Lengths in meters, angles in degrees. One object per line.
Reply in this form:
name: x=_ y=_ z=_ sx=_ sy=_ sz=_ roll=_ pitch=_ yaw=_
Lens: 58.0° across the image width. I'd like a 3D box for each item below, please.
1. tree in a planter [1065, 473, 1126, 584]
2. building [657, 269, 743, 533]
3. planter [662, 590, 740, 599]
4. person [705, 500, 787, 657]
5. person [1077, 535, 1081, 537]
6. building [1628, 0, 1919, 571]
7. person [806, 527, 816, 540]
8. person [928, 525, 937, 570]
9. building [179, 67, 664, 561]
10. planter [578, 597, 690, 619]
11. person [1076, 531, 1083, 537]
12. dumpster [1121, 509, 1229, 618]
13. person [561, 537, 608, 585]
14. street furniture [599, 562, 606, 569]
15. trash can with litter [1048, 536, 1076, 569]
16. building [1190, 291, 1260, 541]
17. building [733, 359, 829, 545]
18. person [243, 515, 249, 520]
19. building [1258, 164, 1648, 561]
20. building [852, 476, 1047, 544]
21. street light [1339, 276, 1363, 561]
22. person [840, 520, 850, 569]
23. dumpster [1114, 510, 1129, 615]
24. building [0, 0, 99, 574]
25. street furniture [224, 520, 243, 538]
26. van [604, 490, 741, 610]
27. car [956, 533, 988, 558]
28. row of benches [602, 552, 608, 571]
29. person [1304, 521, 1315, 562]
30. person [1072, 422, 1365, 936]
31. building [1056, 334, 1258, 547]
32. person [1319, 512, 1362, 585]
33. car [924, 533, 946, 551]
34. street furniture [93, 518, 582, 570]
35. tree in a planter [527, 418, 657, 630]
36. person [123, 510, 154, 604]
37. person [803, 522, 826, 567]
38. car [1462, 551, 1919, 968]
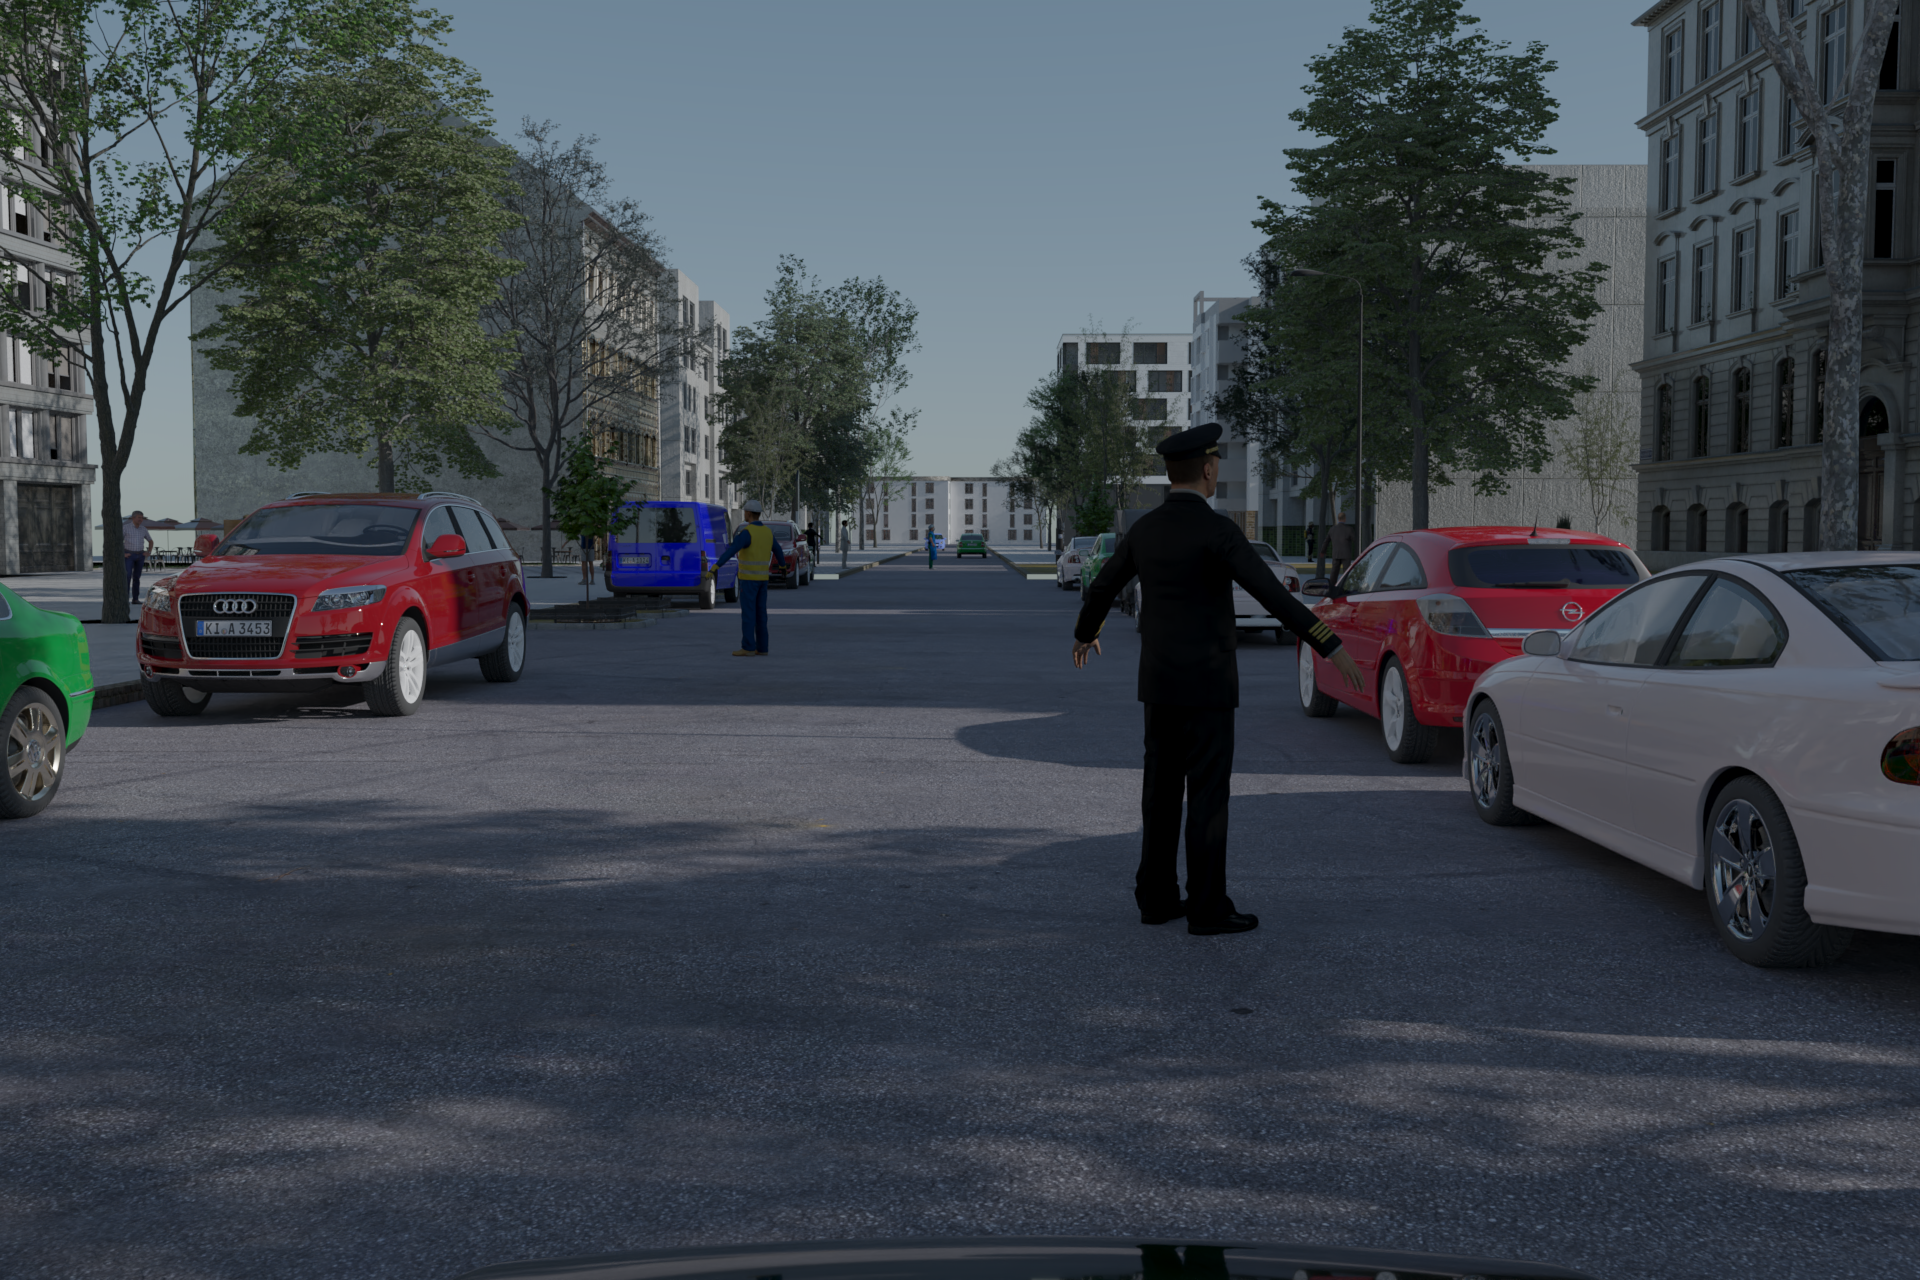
tree in a planter: x=3.969 y=-3.261 z=50.544 sx=1.991 sy=3.239 sz=1.994 roll=0 pitch=3 yaw=0
building: x=-26.967 y=-16.207 z=131.447 sx=16.747 sy=18.905 sz=31.486 roll=0 pitch=4 yaw=0
planter: x=-5.789 y=-1.102 z=39.150 sx=1.991 sy=0.319 sz=1.994 roll=0 pitch=4 yaw=1
person: x=-2.453 y=-0.732 z=20.398 sx=0.705 sy=1.833 sz=1.349 roll=3 pitch=4 yaw=36
person: x=5.777 y=-4.450 z=78.890 sx=1.348 sy=1.813 sz=0.705 roll=-2 pitch=4 yaw=-34
building: x=29.562 y=-13.824 z=45.114 sx=14.460 sy=24.649 sz=34.723 roll=0 pitch=3 yaw=0
person: x=-7.090 y=-4.616 z=81.653 sx=0.705 sy=1.806 sz=1.347 roll=3 pitch=4 yaw=37
person: x=-1.116 y=-3.756 z=69.989 sx=0.704 sy=1.817 sz=1.347 roll=0 pitch=4 yaw=0
building: x=-26.592 y=-15.834 z=89.822 sx=19.493 sy=23.208 sz=18.063 roll=0 pitch=4 yaw=1
planter: x=-5.793 y=-0.556 z=30.235 sx=1.991 sy=0.319 sz=1.994 roll=0 pitch=3 yaw=0
person: x=6.038 y=-4.943 z=86.961 sx=0.704 sy=1.812 sz=1.346 roll=0 pitch=4 yaw=-2
dumpster: x=3.690 y=-1.324 z=29.856 sx=1.865 sy=1.857 sz=1.264 roll=0 pitch=4 yaw=1
person: x=-9.464 y=-2.309 z=43.925 sx=1.345 sy=1.807 sz=0.704 roll=-3 pitch=5 yaw=-42
street furniture: x=-11.363 y=-3.242 z=68.630 sx=5.734 sy=0.657 sz=10.072 roll=0 pitch=4 yaw=-3
trash can with litter: x=4.079 y=-3.162 z=62.750 sx=1.678 sy=1.210 sz=2.233 roll=0 pitch=4 yaw=-2
building: x=23.257 y=-17.069 z=135.501 sx=16.016 sy=20.090 sz=11.380 roll=0 pitch=3 yaw=0
building: x=-24.061 y=-19.862 z=191.205 sx=16.747 sy=18.905 sz=31.486 roll=0 pitch=4 yaw=0
person: x=-19.630 y=-2.551 z=47.796 sx=1.344 sy=1.819 sz=0.704 roll=2 pitch=4 yaw=30
building: x=26.840 y=-13.775 z=91.679 sx=16.747 sy=18.905 sz=31.486 roll=0 pitch=4 yaw=0
building: x=-1.353 y=-18.752 z=251.196 sx=28.070 sy=9.664 sz=9.099 roll=0 pitch=4 yaw=4
street light: x=7.573 y=-3.546 z=30.513 sx=1.470 sy=5.913 sz=1.316 roll=0 pitch=3 yaw=0
person: x=-4.242 y=-3.549 z=64.220 sx=0.705 sy=1.806 sz=1.347 roll=-1 pitch=4 yaw=-9
dumpster: x=3.685 y=-1.407 z=31.224 sx=1.865 sy=1.857 sz=1.264 roll=0 pitch=4 yaw=1
building: x=-31.879 y=-12.248 z=46.934 sx=8.464 sy=21.280 sz=15.925 roll=0 pitch=4 yaw=1
street furniture: x=-19.276 y=-2.904 z=54.327 sx=11.010 sy=1.723 sz=9.812 roll=0 pitch=4 yaw=4
van: x=-5.595 y=-1.841 z=34.485 sx=2.240 sy=2.365 sz=5.245 roll=0 pitch=3 yaw=0
car: x=0.710 y=-5.814 z=103.863 sx=1.959 sy=1.807 sz=4.718 roll=0 pitch=4 yaw=0
row of benches: x=-11.708 y=-2.680 z=59.284 sx=1.422 sy=0.672 sz=4.104 roll=-1 pitch=4 yaw=-18
person: x=15.929 y=-4.449 z=78.521 sx=0.705 sy=1.856 sz=1.354 roll=1 pitch=4 yaw=16
person: x=0.853 y=0.128 z=6.307 sx=0.705 sy=1.837 sz=1.347 roll=-3 pitch=5 yaw=-41
building: x=24.579 y=-21.339 z=192.863 sx=27.936 sy=21.610 sz=32.646 roll=0 pitch=4 yaw=1
person: x=8.352 y=-1.916 z=37.918 sx=0.990 sy=1.755 sz=0.434 roll=3 pitch=4 yaw=38
car: x=-2.135 y=-8.502 z=148.599 sx=1.945 sy=1.707 sz=3.694 roll=0 pitch=4 yaw=0
street furniture: x=-29.070 y=-3.808 z=67.290 sx=27.439 sy=1.986 sz=14.083 roll=0 pitch=4 yaw=1
tree in a planter: x=-5.803 y=-1.814 z=26.881 sx=1.991 sy=3.239 sz=1.994 roll=0 pitch=4 yaw=1
person: x=-14.992 y=-1.501 z=31.524 sx=0.436 sy=1.711 sz=0.756 roll=3 pitch=5 yaw=43
person: x=-5.761 y=-3.715 z=67.454 sx=1.216 sy=1.740 sz=0.721 roll=2 pitch=4 yaw=26
car: x=3.517 y=0.322 z=7.102 sx=2.083 sy=1.381 sz=4.827 roll=0 pitch=4 yaw=0
